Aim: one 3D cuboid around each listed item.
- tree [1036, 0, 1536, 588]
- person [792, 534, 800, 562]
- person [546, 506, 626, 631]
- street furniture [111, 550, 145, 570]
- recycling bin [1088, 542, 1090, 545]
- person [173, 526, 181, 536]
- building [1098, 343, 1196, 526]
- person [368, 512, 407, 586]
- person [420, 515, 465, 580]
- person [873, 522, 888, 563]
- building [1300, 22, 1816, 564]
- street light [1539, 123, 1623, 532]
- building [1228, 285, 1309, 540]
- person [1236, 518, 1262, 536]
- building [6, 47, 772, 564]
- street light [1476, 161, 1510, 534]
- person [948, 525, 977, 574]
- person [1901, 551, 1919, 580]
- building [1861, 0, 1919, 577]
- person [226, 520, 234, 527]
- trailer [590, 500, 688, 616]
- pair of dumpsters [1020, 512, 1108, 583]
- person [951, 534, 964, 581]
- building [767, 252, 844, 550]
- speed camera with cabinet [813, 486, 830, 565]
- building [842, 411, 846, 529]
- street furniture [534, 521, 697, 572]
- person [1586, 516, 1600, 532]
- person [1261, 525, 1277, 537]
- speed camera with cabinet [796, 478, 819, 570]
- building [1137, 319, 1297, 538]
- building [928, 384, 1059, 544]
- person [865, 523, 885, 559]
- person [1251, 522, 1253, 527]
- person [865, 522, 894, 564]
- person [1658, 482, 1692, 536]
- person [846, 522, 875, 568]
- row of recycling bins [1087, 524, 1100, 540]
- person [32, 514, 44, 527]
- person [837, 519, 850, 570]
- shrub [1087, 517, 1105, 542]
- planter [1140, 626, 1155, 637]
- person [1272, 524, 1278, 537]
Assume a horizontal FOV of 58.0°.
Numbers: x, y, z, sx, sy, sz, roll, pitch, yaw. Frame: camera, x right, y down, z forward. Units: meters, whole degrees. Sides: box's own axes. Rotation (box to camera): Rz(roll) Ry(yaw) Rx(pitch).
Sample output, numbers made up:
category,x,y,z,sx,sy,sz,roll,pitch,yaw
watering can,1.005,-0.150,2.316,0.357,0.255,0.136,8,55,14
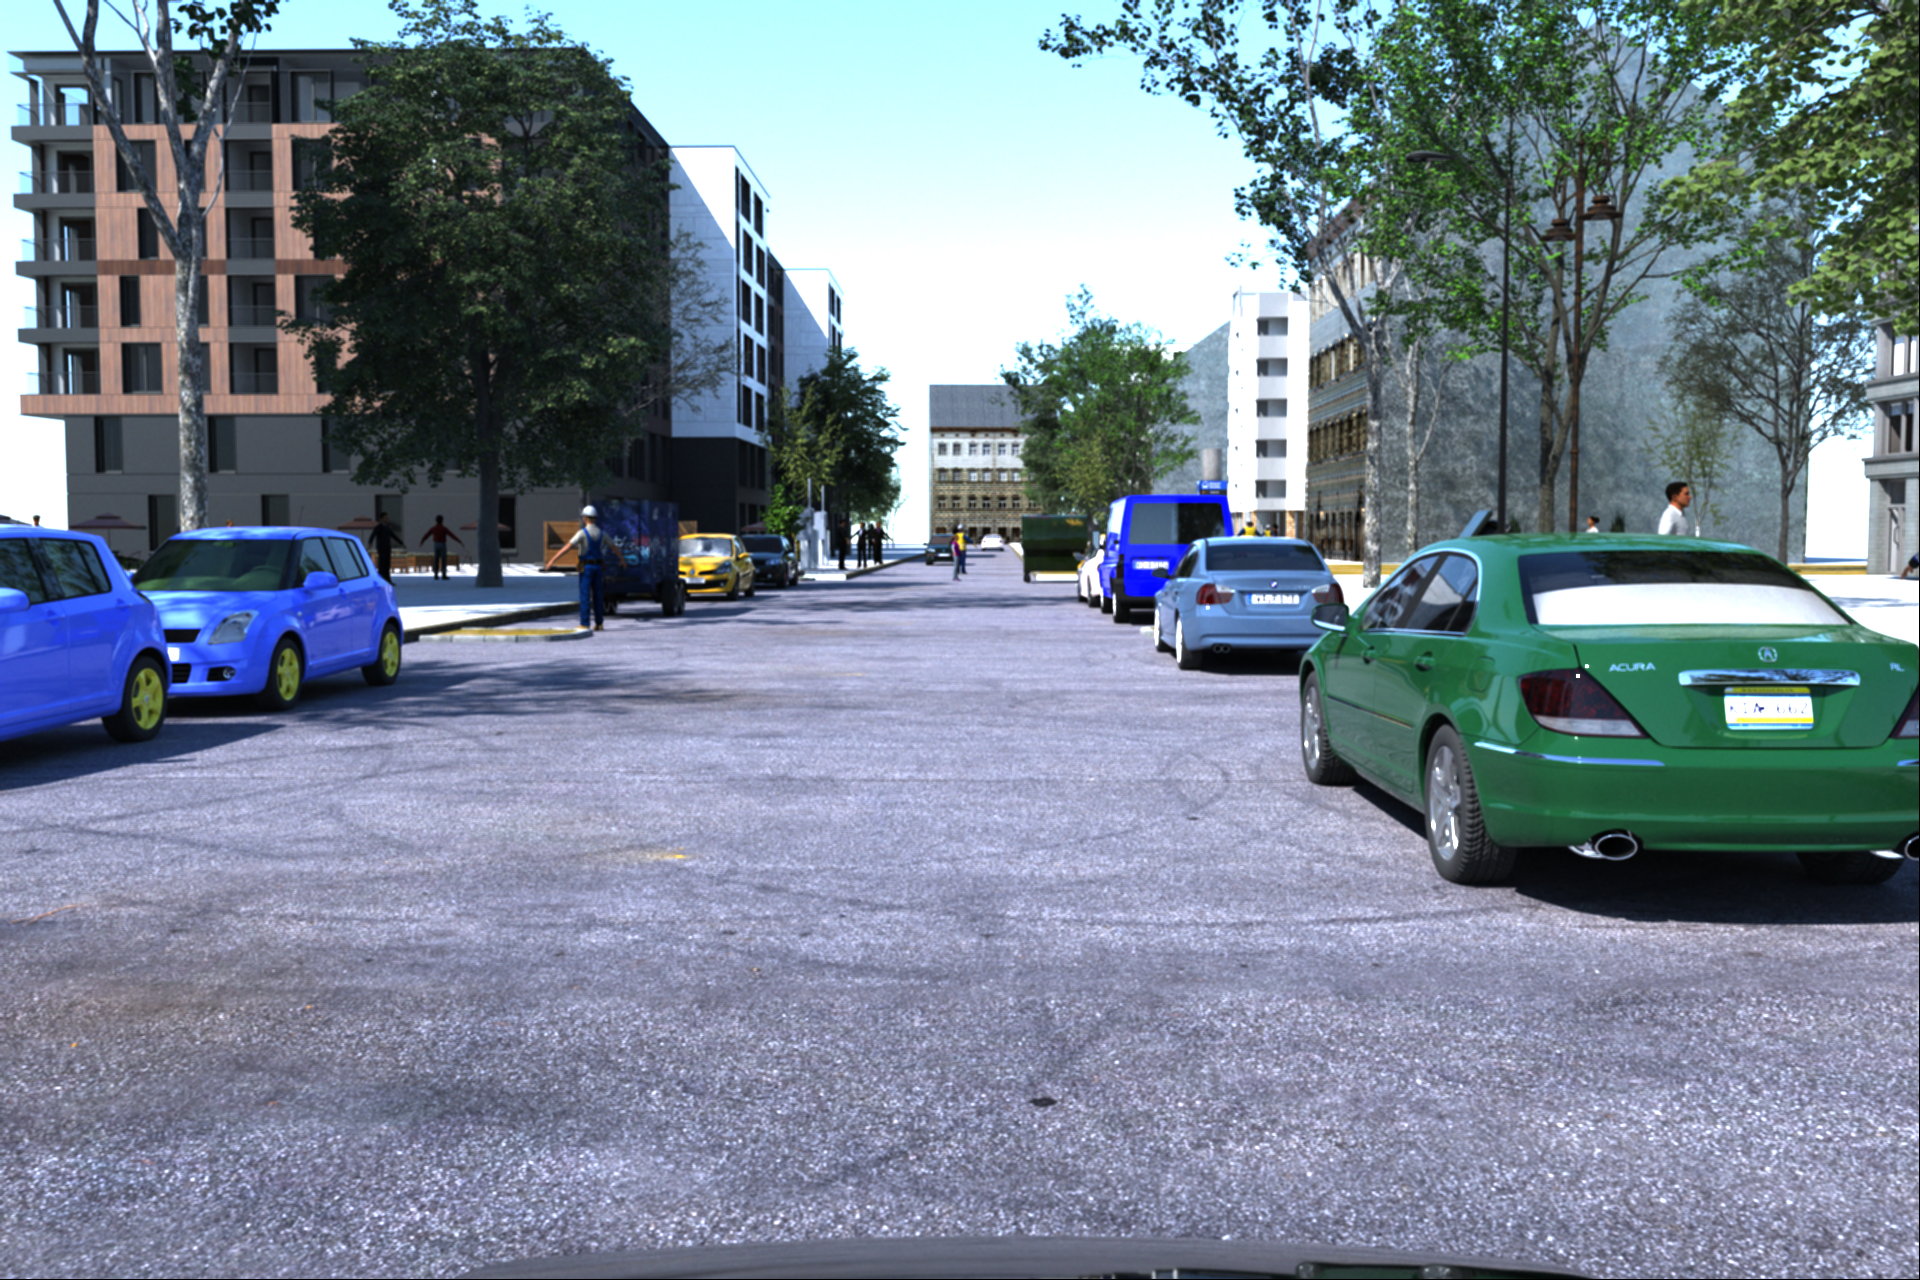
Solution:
category,x,y,z,sx,sy,sz,roll,pitch,yaw
tree,8.700,-11.354,41.529,12.611,20.169,13.585,0,3,0
person,-7.291,-4.451,78.549,0.705,1.858,1.354,0,4,6
person,-5.477,-1.058,25.611,1.347,1.847,0.705,-3,5,-43
street furniture,-29.833,-3.015,64.930,5.734,0.657,10.072,-1,4,-23
recycling bin,4.272,-2.737,57.297,0.722,1.027,0.722,0,4,0
person,-17.049,-1.950,38.454,0.617,1.759,0.750,0,4,-1
building,29.895,-21.892,201.904,27.936,21.610,32.646,0,4,1
person,-14.249,-2.256,42.939,0.704,1.823,1.345,1,4,21
person,-14.611,-2.607,48.729,1.345,1.816,0.704,1,4,10
person,-3.639,-4.397,78.078,0.705,1.806,1.347,2,4,26
building,27.548,-15.442,83.413,19.493,23.208,18.063,0,4,2
street light,7.144,-2.893,20.086,0.468,5.910,1.993,0,4,1
building,25.727,-16.866,132.178,16.016,20.090,11.380,0,4,1
person,10.147,-3.362,60.931,1.349,1.833,0.705,-1,4,-12
building,-25.839,-15.023,89.603,27.936,21.610,32.646,0,4,1
street light,7.182,-2.971,21.119,1.470,5.913,1.316,0,4,2
person,0.079,-3.268,62.356,1.216,1.772,0.721,2,4,32
person,8.426,-0.496,14.091,1.345,1.831,0.704,1,4,22
building,30.139,-11.925,41.657,8.464,21.280,15.925,0,4,1
person,-23.145,-2.958,55.169,0.721,1.733,1.217,0,4,7
trailer,-5.662,-1.388,29.738,1.471,1.999,3.904,0,4,1
pair of dumpsters,3.998,-2.828,51.192,4.436,2.255,1.574,0,3,0
person,-0.055,-2.522,52.961,0.599,1.433,0.991,1,4,15
building,-24.119,-17.600,131.734,27.936,21.610,32.646,0,4,1
speed camera with cabinet,-5.764,-4.718,71.472,0.660,3.252,2.038,0,4,1
building,-22.355,-21.822,187.726,19.493,23.208,18.063,0,4,1
street furniture,-10.839,-3.396,62.379,9.812,1.723,11.010,-1,4,-14
person,16.154,-2.312,44.570,0.721,1.739,1.217,0,4,-7
person,16.425,-5.235,92.057,1.216,1.772,0.721,3,4,36
speed camera with cabinet,-5.472,-4.141,62.038,0.660,3.252,2.038,0,4,3
building,28.065,-21.122,176.276,19.493,23.208,18.063,0,4,1
building,4.497,-25.606,252.041,18.063,23.208,19.493,0,4,-2
person,-4.501,-5.054,88.410,1.354,1.856,0.705,-1,4,-9
person,12.682,-4.256,75.716,0.704,1.812,1.346,0,4,-7
person,-3.457,-4.096,73.199,1.346,1.802,0.704,-2,4,-24
person,7.334,-0.704,17.672,0.704,1.810,1.344,3,4,37
person,-3.703,-3.550,64.764,1.216,1.740,0.721,2,4,24
row of recycling bins,5.458,-4.002,72.545,1.069,1.692,3.534,0,4,0
person,-26.965,-2.741,50.603,1.343,1.855,0.704,-1,4,-23
person,-4.207,-3.444,62.251,0.705,1.837,1.347,-1,4,-17
shrub,5.524,-3.630,63.771,1.690,2.028,1.600,0,3,0
planter,3.587,-0.213,24.615,1.991,0.319,1.994,0,4,1
person,17.040,-5.365,93.863,0.704,1.843,1.345,2,4,27
